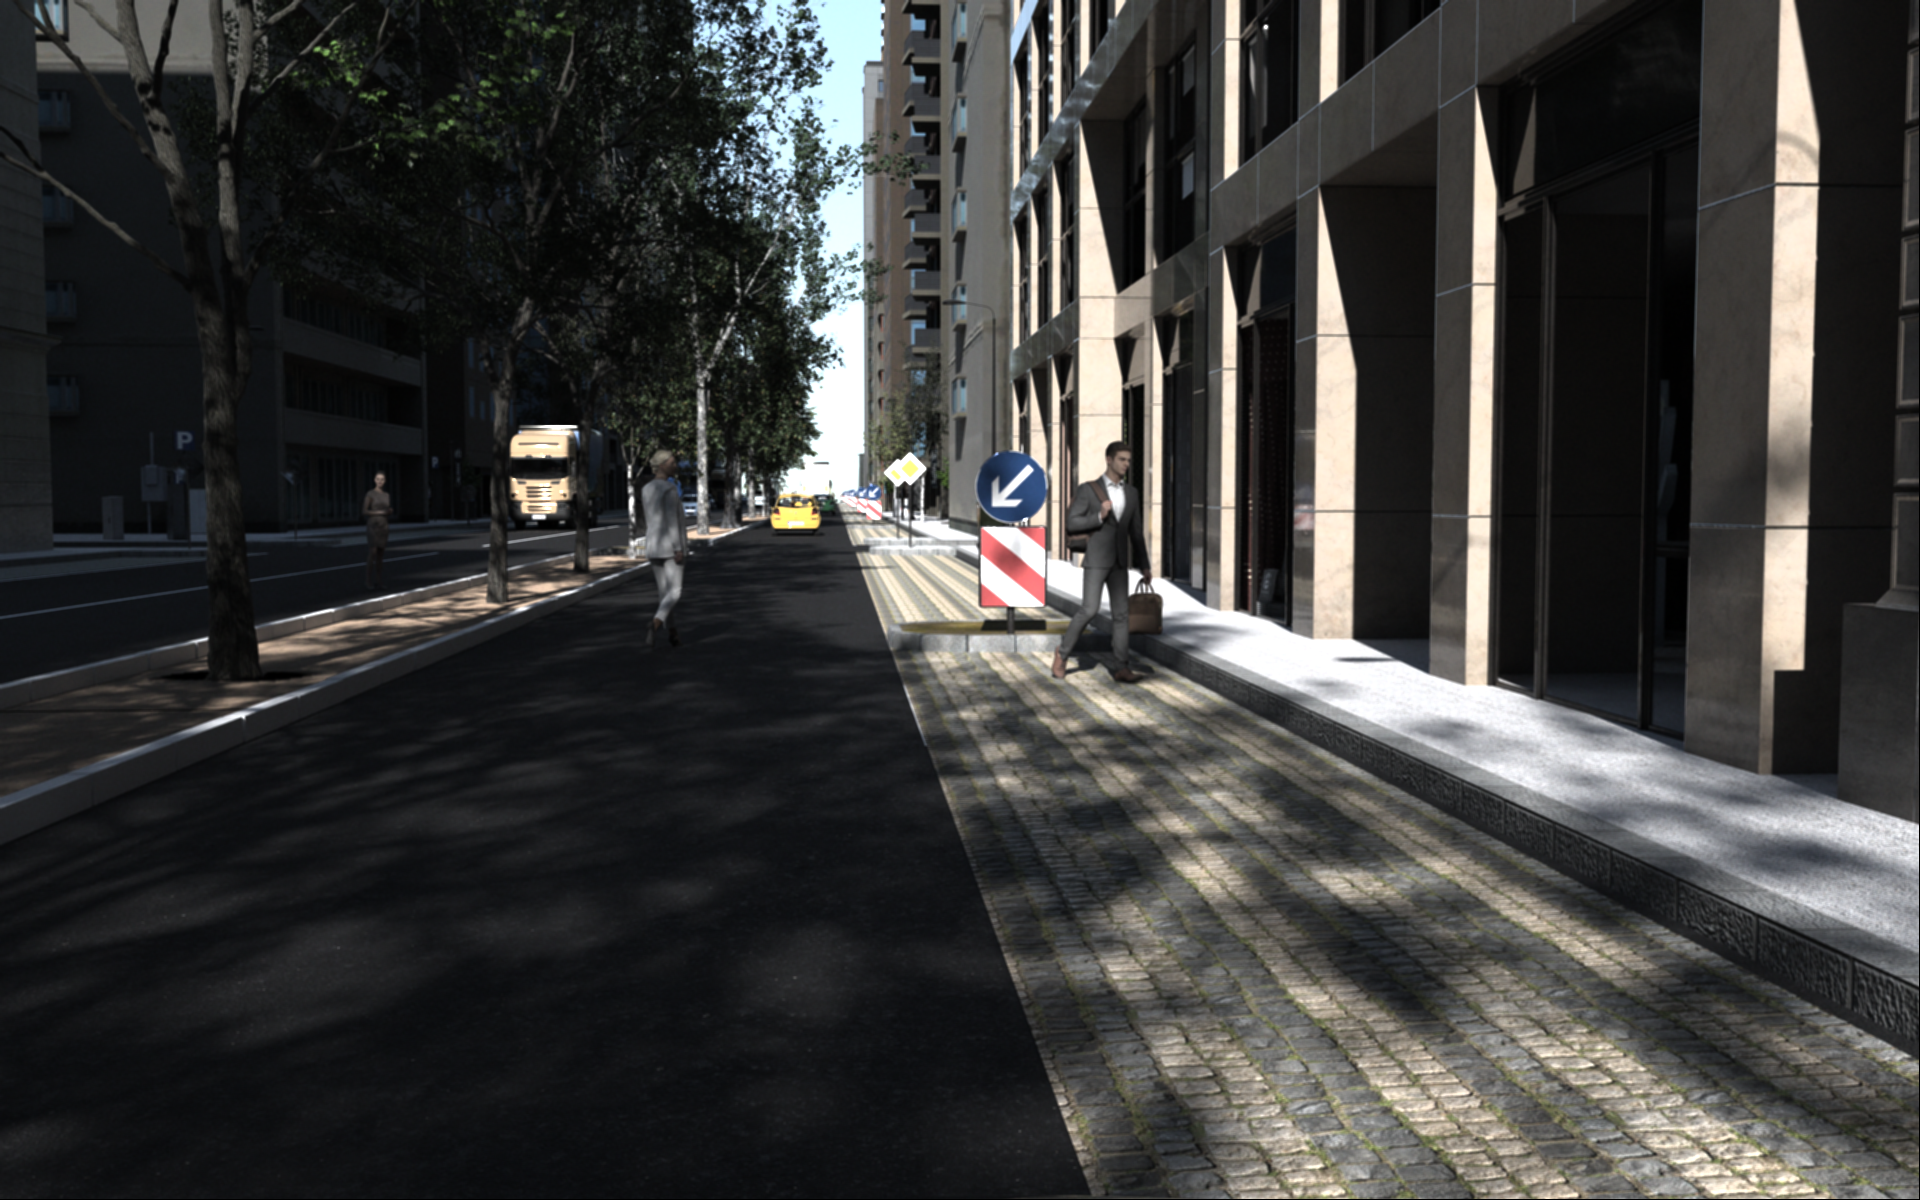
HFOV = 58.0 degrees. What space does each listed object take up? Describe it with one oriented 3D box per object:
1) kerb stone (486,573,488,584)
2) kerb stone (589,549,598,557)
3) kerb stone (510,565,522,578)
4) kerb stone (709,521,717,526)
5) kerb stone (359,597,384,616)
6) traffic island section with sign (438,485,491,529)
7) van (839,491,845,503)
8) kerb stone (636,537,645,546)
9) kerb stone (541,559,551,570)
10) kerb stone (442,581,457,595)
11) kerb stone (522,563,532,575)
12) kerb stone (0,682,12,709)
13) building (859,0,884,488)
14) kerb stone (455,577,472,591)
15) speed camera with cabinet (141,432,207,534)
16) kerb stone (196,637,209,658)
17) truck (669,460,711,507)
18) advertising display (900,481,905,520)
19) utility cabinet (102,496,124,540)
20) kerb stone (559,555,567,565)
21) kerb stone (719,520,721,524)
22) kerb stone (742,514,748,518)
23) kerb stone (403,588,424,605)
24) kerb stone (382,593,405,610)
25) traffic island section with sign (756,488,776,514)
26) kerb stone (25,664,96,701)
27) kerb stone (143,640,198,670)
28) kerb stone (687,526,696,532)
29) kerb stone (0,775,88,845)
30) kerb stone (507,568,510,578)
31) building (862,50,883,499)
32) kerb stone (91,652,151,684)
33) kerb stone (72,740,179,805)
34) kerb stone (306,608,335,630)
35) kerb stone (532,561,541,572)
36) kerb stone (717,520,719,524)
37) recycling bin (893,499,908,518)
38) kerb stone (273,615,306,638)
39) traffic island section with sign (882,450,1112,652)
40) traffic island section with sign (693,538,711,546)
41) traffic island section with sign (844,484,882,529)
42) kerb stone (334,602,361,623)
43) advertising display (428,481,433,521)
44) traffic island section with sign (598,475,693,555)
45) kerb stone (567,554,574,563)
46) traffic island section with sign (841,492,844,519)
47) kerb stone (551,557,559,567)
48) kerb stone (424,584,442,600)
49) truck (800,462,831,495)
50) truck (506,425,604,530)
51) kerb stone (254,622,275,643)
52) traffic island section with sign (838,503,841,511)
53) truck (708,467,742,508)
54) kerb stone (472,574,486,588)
[{"bbox_3d":[-7.577,-0.337,27.702,0.120,0.150,1.000,0,4,-4],"label":"kerb stone"},{"bbox_3d":[-8.475,-1.088,39.992,0.120,0.150,1.000,0,4,-4],"label":"kerb stone"},{"bbox_3d":[-7.721,-0.462,29.751,0.120,0.150,1.000,0,4,-4],"label":"kerb stone"},{"bbox_3d":[-11.331,-3.495,79.386,0.120,0.150,1.000,0,4,-4],"label":"kerb stone"},{"bbox_3d":[-7.063,0.100,20.560,0.120,0.150,1.000,0,4,-4],"label":"kerb stone"},{"bbox_3d":[-20.201,-3.815,71.002,1.989,1.847,2.006,0,4,-4],"label":"traffic island section with sign"},{"bbox_3d":[-17.558,-15.826,265.769,2.013,2.044,4.112,0,4,-5],"label":"van"},{"bbox_3d":[-9.181,-1.685,49.738,0.120,0.150,1.000,0,4,-4],"label":"kerb stone"},{"bbox_3d":[-7.951,-0.648,32.826,0.120,0.150,1.000,0,4,-4],"label":"kerb stone"},{"bbox_3d":[-7.362,-0.145,24.639,0.120,0.150,1.000,0,4,-4],"label":"kerb stone"},{"bbox_3d":[-7.797,-0.525,30.774,0.120,0.150,1.000,0,4,-4],"label":"kerb stone"},{"bbox_3d":[-6.396,0.666,11.365,0.120,0.150,1.000,0,4,-4],"label":"kerb stone"},{"bbox_3d":[-4.388,-58.391,267.359,22.319,86.520,31.000,0,4,-4],"label":"building"},{"bbox_3d":[-7.435,-0.210,25.658,0.120,0.150,1.000,0,4,-4],"label":"kerb stone"},{"bbox_3d":[-25.106,-3.744,55.556,2.038,3.252,0.660,0,4,-5],"label":"speed camera with cabinet"},{"bbox_3d":[-6.684,0.412,15.459,0.120,0.150,1.000,0,4,-4],"label":"kerb stone"},{"bbox_3d":[-22.210,-9.361,142.812,2.967,4.110,18.799,0,4,-6],"label":"truck"},{"bbox_3d":[-2.866,-4.958,86.283,0.123,1.923,0.974,0,4,-7],"label":"advertising display"},{"bbox_3d":[-23.716,-2.282,48.472,0.306,1.237,1.020,-3,5,-41],"label":"utility cabinet"},{"bbox_3d":[-8.100,-0.776,34.876,0.120,0.150,1.000,0,4,-4],"label":"kerb stone"},{"bbox_3d":[-11.473,-3.623,81.433,0.120,0.150,1.000,0,4,-4],"label":"kerb stone"},{"bbox_3d":[-13.482,-5.311,109.038,0.120,0.150,1.000,0,4,-4],"label":"kerb stone"},{"bbox_3d":[-7.205,-0.024,22.599,0.120,0.150,1.000,0,4,-4],"label":"kerb stone"},{"bbox_3d":[-7.134,0.038,21.579,0.120,0.150,1.000,0,4,-4],"label":"kerb stone"},{"bbox_3d":[-13.509,-7.066,123.672,2.006,1.907,1.989,0,4,-4],"label":"traffic island section with sign"},{"bbox_3d":[-6.474,0.602,12.390,0.120,0.150,1.000,0,4,-4],"label":"kerb stone"},{"bbox_3d":[-6.619,0.474,14.439,0.120,0.150,1.000,0,4,-4],"label":"kerb stone"},{"bbox_3d":[-10.442,-2.747,67.118,0.120,0.150,1.000,0,4,-4],"label":"kerb stone"},{"bbox_3d":[-4.003,0.903,7.434,0.120,0.150,1.000,0,4,-4],"label":"kerb stone"},{"bbox_3d":[-7.658,-0.400,28.731,0.120,0.150,1.000,0,4,-4],"label":"kerb stone"},{"bbox_3d":[-2.770,-42.571,238.027,21.231,58.520,28.212,0,4,-4],"label":"building"},{"bbox_3d":[-6.548,0.540,13.410,0.120,0.150,1.000,0,4,-4],"label":"kerb stone"},{"bbox_3d":[-4.079,0.841,8.453,0.120,0.150,1.000,0,4,-4],"label":"kerb stone"},{"bbox_3d":[-6.913,0.225,18.517,0.120,0.150,1.000,0,4,-4],"label":"kerb stone"},{"bbox_3d":[-7.879,-0.588,31.806,0.120,0.150,1.000,0,4,-4],"label":"kerb stone"},{"bbox_3d":[-11.413,-3.560,80.404,0.120,0.150,1.000,0,4,-4],"label":"kerb stone"},{"bbox_3d":[-3.273,-5.050,95.118,0.722,1.027,0.722,-1,4,-13],"label":"recycling bin"},{"bbox_3d":[-6.843,0.287,17.497,0.120,0.150,1.000,0,4,-4],"label":"kerb stone"},{"bbox_3d":[0.310,-0.483,16.520,1.989,1.847,2.006,0,4,-4],"label":"traffic island section with sign"},{"bbox_3d":[-8.062,-2.483,48.730,2.006,1.907,1.989,0,4,-4],"label":"traffic island section with sign"},{"bbox_3d":[-3.707,-3.872,71.936,1.989,1.847,2.006,0,4,-4],"label":"traffic island section with sign"},{"bbox_3d":[-6.985,0.162,19.540,0.120,0.150,1.000,0,4,-4],"label":"kerb stone"},{"bbox_3d":[-25.976,-4.804,83.758,0.974,1.923,0.123,1,4,12],"label":"advertising display"},{"bbox_3d":[-7.536,-2.031,41.342,2.006,1.907,1.989,0,4,-4],"label":"traffic island section with sign"},{"bbox_3d":[-8.188,-0.838,35.898,0.120,0.150,1.000,0,4,-4],"label":"kerb stone"},{"bbox_3d":[-5.661,-5.516,98.821,1.989,1.847,2.006,0,4,-4],"label":"traffic island section with sign"},{"bbox_3d":[-8.029,-0.713,33.848,0.120,0.150,1.000,0,4,-4],"label":"kerb stone"},{"bbox_3d":[-7.278,-0.087,23.619,0.120,0.150,1.000,0,4,-4],"label":"kerb stone"},{"bbox_3d":[-13.034,-10.232,156.209,2.839,4.237,11.283,0,4,-5],"label":"truck"},{"bbox_3d":[-16.902,-5.128,72.759,2.839,4.237,11.283,0,4,-5],"label":"truck"},{"bbox_3d":[-6.766,0.350,16.478,0.120,0.150,1.000,0,4,-4],"label":"kerb stone"},{"bbox_3d":[-9.328,-8.604,149.297,1.989,1.847,2.006,0,4,-4],"label":"traffic island section with sign"},{"bbox_3d":[-24.390,-11.706,180.302,2.839,4.237,11.283,0,4,-3],"label":"truck"},{"bbox_3d":[-7.503,-0.274,26.682,0.120,0.150,1.000,0,4,-4],"label":"kerb stone"}]
